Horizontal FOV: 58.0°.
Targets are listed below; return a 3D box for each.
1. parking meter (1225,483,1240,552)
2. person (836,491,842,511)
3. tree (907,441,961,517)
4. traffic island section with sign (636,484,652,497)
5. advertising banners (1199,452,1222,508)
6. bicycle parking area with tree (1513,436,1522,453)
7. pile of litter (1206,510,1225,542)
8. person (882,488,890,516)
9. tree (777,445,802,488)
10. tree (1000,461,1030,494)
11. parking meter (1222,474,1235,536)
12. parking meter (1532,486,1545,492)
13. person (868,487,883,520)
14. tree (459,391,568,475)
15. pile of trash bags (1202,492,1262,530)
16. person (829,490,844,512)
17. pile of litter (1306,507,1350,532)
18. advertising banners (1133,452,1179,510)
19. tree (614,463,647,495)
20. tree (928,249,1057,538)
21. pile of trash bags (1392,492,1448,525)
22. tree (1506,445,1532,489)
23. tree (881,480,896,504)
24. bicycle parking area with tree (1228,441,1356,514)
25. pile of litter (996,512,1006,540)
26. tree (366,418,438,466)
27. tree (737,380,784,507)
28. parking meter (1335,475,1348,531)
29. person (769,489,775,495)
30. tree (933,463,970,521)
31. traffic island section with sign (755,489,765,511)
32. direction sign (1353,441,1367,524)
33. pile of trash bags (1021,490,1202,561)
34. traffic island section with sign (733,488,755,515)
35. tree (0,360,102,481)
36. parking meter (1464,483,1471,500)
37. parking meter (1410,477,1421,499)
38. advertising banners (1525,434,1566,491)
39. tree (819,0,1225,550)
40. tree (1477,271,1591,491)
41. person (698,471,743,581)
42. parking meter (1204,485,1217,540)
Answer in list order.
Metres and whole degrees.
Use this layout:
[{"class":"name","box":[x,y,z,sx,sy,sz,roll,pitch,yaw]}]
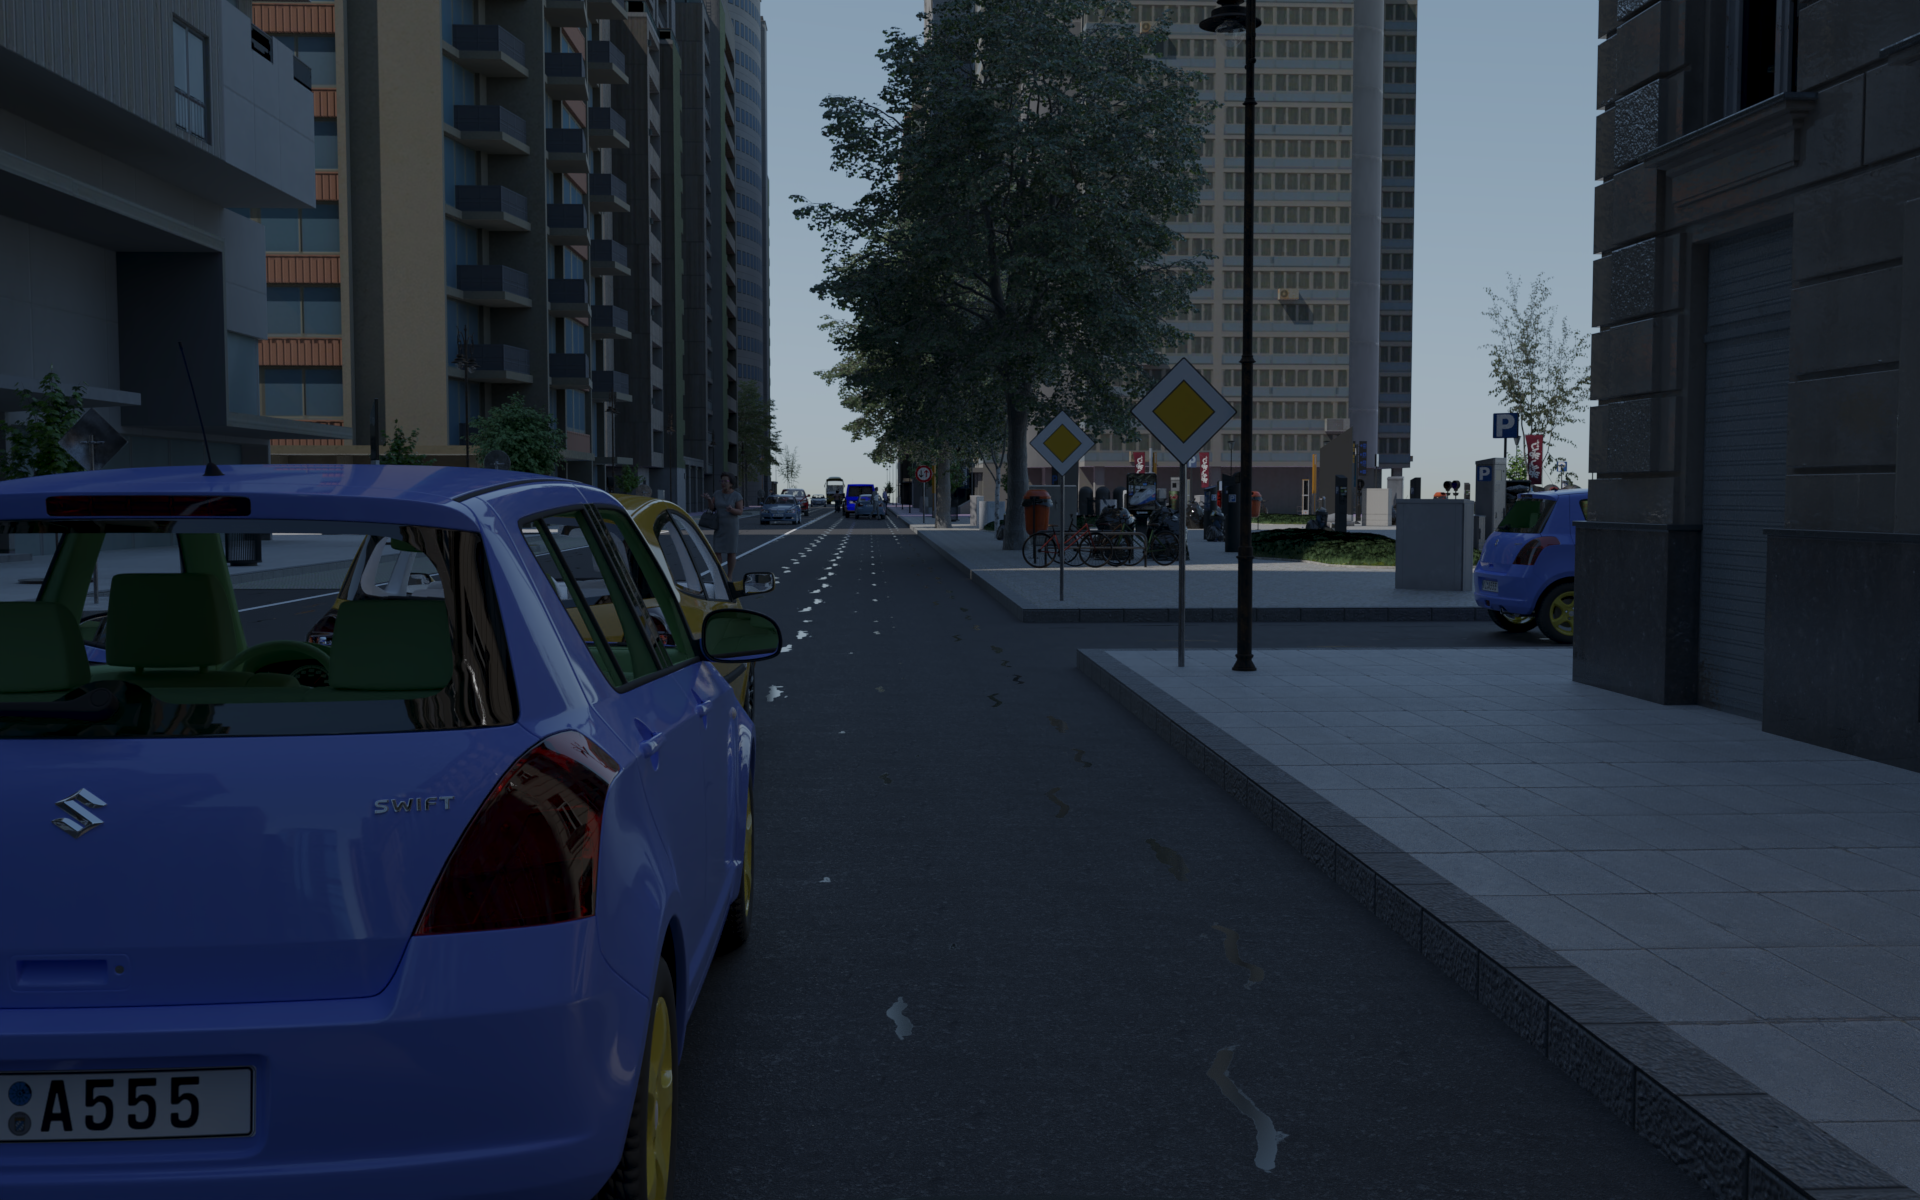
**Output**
[{"class":"parking meter","box":[6.043,-1.825,38.252,0.372,1.533,0.369,0,3,0]},{"class":"person","box":[-10.026,-8.193,143.258,0.445,1.727,0.742,1,4,22]},{"class":"tree","box":[-1.153,-6.919,96.834,4.285,4.588,4.351,0,3,0]},{"class":"traffic island section with sign","box":[-12.743,-3.745,69.851,1.989,1.847,2.006,0,4,-3]},{"class":"advertising banners","box":[10.717,-4.615,71.641,2.074,3.025,0.090,3,5,45]},{"class":"bicycle parking area with tree","box":[29.876,-6.014,85.328,8.231,4.147,9.016,0,4,8]},{"class":"pile of litter","box":[7.231,-2.019,46.972,1.176,0.858,1.719,2,4,32]},{"class":"person","box":[-4.816,-6.475,114.230,0.599,1.838,0.709,1,4,22]},{"class":"tree","box":[-24.727,-18.421,251.539,4.360,8.622,3.978,0,3,0]},{"class":"tree","box":[2.660,-5.729,88.273,1.663,3.219,1.824,0,3,0]},{"class":"parking meter","box":[7.709,-2.689,49.678,0.399,1.863,0.255,0,4,5]},{"class":"parking meter","box":[17.638,-2.716,52.818,0.372,1.533,0.369,0,3,0]},{"class":"person","box":[-4.637,-5.259,94.591,0.850,1.850,0.679,1,4,11]},{"class":"tree","box":[-14.176,-4.372,55.191,4.285,4.588,4.351,0,3,0]},{"class":"pile of trash bags","box":[9.649,-3.262,63.085,1.912,1.369,3.447,-3,4,-38]},{"class":"person","box":[-9.583,-7.678,134.745,1.217,1.736,0.721,-1,4,-16]},{"class":"pile of litter","box":[12.179,-2.659,57.439,1.719,0.858,1.176,-1,4,-11]},{"class":"advertising banners","box":[8.118,-4.597,71.355,2.074,3.025,0.090,1,4,22]},{"class":"tree","box":[-17.914,-6.019,93.008,1.663,3.219,1.824,0,3,0]},{"class":"tree","box":[1.048,-6.097,50.045,4.360,8.622,3.978,0,3,0]},{"class":"pile of trash bags","box":[18.912,-3.784,71.618,3.447,1.369,1.912,-3,4,-36]},{"class":"tree","box":[21.734,-4.477,67.792,1.663,3.219,1.824,0,3,0]},{"class":"tree","box":[-10.282,-15.718,251.595,1.663,3.219,1.824,0,3,0]},{"class":"bicycle parking area with tree","box":[17.210,-6.511,93.451,8.231,4.147,9.016,1,4,11]},{"class":"pile of litter","box":[1.661,-2.107,48.414,1.176,0.858,1.719,3,5,41]},{"class":"tree","box":[-14.314,-3.029,44.124,1.663,3.219,1.824,0,3,0]},{"class":"tree","box":[-21.187,-15.489,171.374,7.486,12.596,7.792,0,3,0]},{"class":"parking meter","box":[11.458,-2.836,52.079,0.255,1.863,0.399,-1,4,-11]},{"class":"person","box":[-13.012,-6.742,119.186,0.568,1.767,0.683,-2,4,-29]},{"class":"tree","box":[-0.620,-5.457,83.827,1.663,3.219,1.824,0,3,0]},{"class":"traffic island section with sign","box":[-16.830,-8.470,147.112,1.989,1.847,2.006,0,4,-3]},{"class":"direction sign","box":[16.938,-5.011,73.934,0.876,3.537,0.379,-1,4,-13]},{"class":"pile of trash bags","box":[2.889,-1.501,34.294,3.447,1.369,1.912,1,4,15]},{"class":"traffic island section with sign","box":[-15.359,-6.779,119.458,1.989,1.847,2.006,0,4,-3]},{"class":"tree","box":[-13.038,-1.869,25.159,1.663,3.219,1.824,0,3,0]},{"class":"parking meter","box":[25.560,-4.991,87.318,0.255,1.863,0.399,0,4,4]},{"class":"parking meter","box":[15.806,-3.329,60.148,0.255,1.863,0.399,-1,4,-14]},{"class":"advertising banners","box":[17.438,-3.307,50.262,2.074,3.025,0.090,2,4,28]},{"class":"tree","box":[1.199,-8.126,39.522,9.857,13.997,8.962,0,3,0]},{"class":"tree","box":[18.974,-6.526,57.055,4.360,8.622,3.978,0,3,0]},{"class":"person","box":[-3.744,-1.103,26.899,0.716,1.782,0.532,1,4,13]},{"class":"parking meter","box":[7.045,-2.466,48.723,0.372,1.533,0.369,0,3,0]}]
